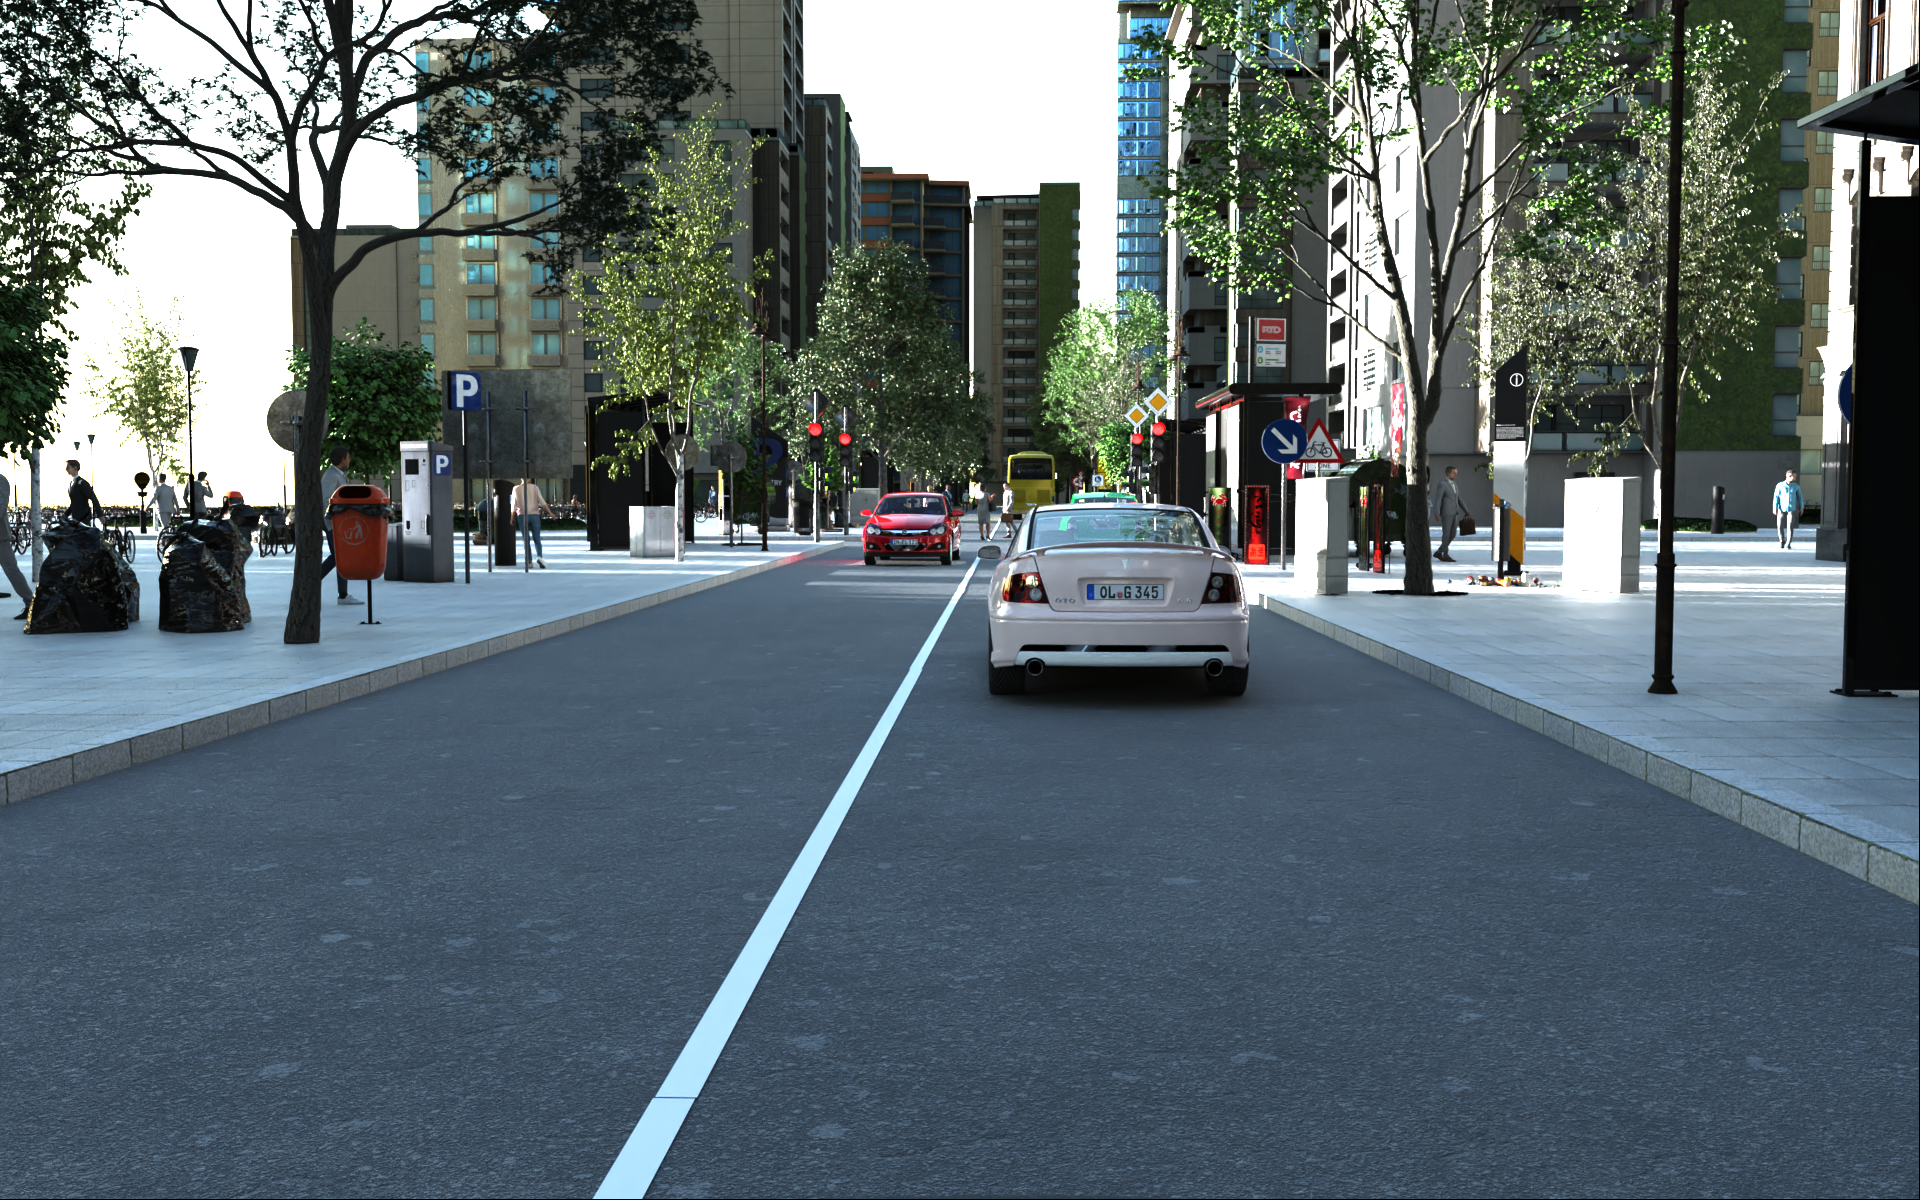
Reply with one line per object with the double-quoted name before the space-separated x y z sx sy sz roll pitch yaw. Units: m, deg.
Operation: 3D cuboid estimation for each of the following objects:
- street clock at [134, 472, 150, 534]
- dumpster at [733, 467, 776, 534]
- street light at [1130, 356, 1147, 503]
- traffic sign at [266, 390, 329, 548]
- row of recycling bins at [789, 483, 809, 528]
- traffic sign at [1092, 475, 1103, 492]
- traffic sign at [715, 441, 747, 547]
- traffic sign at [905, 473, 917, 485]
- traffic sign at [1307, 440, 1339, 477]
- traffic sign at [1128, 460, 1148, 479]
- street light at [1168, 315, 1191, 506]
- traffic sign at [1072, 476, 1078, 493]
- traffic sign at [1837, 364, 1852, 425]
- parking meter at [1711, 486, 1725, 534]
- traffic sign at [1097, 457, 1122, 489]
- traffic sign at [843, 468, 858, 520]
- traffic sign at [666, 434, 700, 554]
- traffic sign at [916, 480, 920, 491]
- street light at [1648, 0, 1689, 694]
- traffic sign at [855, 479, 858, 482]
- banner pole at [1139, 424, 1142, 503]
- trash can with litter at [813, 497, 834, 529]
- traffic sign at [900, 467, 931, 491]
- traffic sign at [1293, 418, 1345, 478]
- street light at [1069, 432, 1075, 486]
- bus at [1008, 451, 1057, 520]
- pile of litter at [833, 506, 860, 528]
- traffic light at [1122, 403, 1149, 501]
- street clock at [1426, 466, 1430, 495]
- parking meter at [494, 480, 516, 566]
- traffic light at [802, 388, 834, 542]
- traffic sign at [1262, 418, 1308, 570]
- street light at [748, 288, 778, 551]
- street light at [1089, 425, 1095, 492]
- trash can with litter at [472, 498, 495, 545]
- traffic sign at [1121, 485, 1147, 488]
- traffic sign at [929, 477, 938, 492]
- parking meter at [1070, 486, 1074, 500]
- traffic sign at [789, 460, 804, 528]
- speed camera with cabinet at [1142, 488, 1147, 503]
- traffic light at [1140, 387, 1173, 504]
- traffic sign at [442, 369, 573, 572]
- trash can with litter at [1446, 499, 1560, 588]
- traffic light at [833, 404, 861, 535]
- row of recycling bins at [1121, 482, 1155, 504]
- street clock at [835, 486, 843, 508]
"street clock" -26.508 -3.156 56.168 0.471 2.002 0.358 -2 4 -30
"dumpster" -6.783 -3.246 55.565 1.502 2.255 1.985 0 4 2
"street light" 5.990 -5.234 58.359 0.468 5.910 1.993 0 4 2
"traffic sign" -8.102 -1.289 21.188 0.768 2.556 0.104 0 4 2
"row of recycling bins" -6.393 -3.693 67.485 1.069 1.692 3.534 0 4 -6
"traffic sign" 7.309 -5.488 91.860 0.606 2.300 0.079 0 4 4
"traffic sign" -5.518 -2.546 41.730 0.768 2.556 0.104 0 4 6
"traffic sign" -2.956 -6.451 105.574 0.768 2.556 0.104 0 4 2
"traffic sign" 6.746 -1.841 32.237 0.606 2.300 0.079 0 4 7
"traffic sign" 6.459 -3.831 62.751 0.768 2.556 0.104 0 4 3
"street light" 5.672 -4.414 44.957 0.468 5.910 1.993 0 4 2
"traffic sign" 8.465 -7.646 125.123 0.768 2.556 0.104 1 4 9
"traffic sign" 8.250 -0.948 15.598 0.768 2.556 0.104 0 4 3
"parking meter" 24.454 -2.903 55.875 0.372 1.533 0.369 0 3 0
"traffic sign" 8.605 -6.155 94.510 2.265 3.308 0.079 0 4 3
"traffic sign" -5.433 -5.219 85.429 0.768 2.556 0.104 0 4 3
"traffic sign" -5.931 -2.257 37.012 0.768 2.556 0.104 1 4 11
"traffic sign" -2.962 -7.764 126.946 0.884 2.594 0.081 1 4 9
"street light" 4.536 -2.337 11.003 0.468 5.910 1.993 0 4 2
"traffic sign" -5.952 -5.849 95.630 0.884 2.594 0.081 0 4 4
"banner pole" 5.864 -4.053 56.291 0.401 3.779 0.863 0 4 7
"trash can with litter" -5.005 -3.213 63.926 0.624 1.170 1.055 1 4 10
"traffic sign" -3.319 -8.248 128.729 2.265 3.308 0.079 0 4 6
"traffic sign" 6.157 -1.822 29.792 0.884 2.594 0.081 0 4 5
"street light" 8.190 -9.432 127.006 0.468 5.910 1.993 0 4 2
"bus" 4.137 -6.574 99.036 2.896 3.916 12.252 0 4 3
"pile of litter" -4.430 -3.220 66.613 1.176 0.858 1.719 -1 4 -10
"traffic light" 5.434 -3.955 53.585 0.839 4.253 0.868 0 4 2
"street clock" 11.944 -2.454 44.687 0.358 2.002 0.471 0 4 2
"parking meter" -8.165 -1.386 31.075 0.372 1.533 0.369 0 3 0
"traffic light" -3.776 -3.483 45.871 0.839 4.253 0.868 0 4 2
"traffic sign" 5.473 -1.782 29.246 0.768 2.556 0.104 1 4 10
"street light" -4.406 -4.045 38.917 0.468 5.910 1.993 0 4 2
"street light" 7.155 -7.355 93.049 0.468 5.910 1.993 0 4 2
"trash can with litter" -11.939 -1.981 43.781 0.624 1.170 1.055 0 4 1
"traffic sign" 7.723 -4.712 70.914 2.265 3.308 0.079 1 4 9
"traffic sign" -1.805 -7.337 120.070 0.768 2.556 0.104 0 4 4
"parking meter" 7.784 -7.020 120.494 0.255 1.863 0.399 1 4 16
"traffic sign" -6.283 -3.995 65.423 0.768 2.556 0.104 0 4 5
"speed camera with cabinet" 8.016 -4.787 72.611 0.660 3.252 2.038 0 4 -2
"traffic light" 5.181 -3.467 45.604 0.839 4.253 0.868 0 4 2
"traffic sign" -7.418 -2.108 28.347 2.265 3.308 0.079 1 4 11
"trash can with litter" 7.827 -0.837 24.740 1.678 1.210 2.233 1 4 16
"traffic light" -3.523 -3.971 53.852 0.839 4.253 0.868 0 4 2
"row of recycling bins" 7.370 -3.277 60.687 3.534 1.692 1.069 1 4 14
"street clock" -6.280 -5.188 89.387 0.471 2.002 0.358 -2 4 -32
